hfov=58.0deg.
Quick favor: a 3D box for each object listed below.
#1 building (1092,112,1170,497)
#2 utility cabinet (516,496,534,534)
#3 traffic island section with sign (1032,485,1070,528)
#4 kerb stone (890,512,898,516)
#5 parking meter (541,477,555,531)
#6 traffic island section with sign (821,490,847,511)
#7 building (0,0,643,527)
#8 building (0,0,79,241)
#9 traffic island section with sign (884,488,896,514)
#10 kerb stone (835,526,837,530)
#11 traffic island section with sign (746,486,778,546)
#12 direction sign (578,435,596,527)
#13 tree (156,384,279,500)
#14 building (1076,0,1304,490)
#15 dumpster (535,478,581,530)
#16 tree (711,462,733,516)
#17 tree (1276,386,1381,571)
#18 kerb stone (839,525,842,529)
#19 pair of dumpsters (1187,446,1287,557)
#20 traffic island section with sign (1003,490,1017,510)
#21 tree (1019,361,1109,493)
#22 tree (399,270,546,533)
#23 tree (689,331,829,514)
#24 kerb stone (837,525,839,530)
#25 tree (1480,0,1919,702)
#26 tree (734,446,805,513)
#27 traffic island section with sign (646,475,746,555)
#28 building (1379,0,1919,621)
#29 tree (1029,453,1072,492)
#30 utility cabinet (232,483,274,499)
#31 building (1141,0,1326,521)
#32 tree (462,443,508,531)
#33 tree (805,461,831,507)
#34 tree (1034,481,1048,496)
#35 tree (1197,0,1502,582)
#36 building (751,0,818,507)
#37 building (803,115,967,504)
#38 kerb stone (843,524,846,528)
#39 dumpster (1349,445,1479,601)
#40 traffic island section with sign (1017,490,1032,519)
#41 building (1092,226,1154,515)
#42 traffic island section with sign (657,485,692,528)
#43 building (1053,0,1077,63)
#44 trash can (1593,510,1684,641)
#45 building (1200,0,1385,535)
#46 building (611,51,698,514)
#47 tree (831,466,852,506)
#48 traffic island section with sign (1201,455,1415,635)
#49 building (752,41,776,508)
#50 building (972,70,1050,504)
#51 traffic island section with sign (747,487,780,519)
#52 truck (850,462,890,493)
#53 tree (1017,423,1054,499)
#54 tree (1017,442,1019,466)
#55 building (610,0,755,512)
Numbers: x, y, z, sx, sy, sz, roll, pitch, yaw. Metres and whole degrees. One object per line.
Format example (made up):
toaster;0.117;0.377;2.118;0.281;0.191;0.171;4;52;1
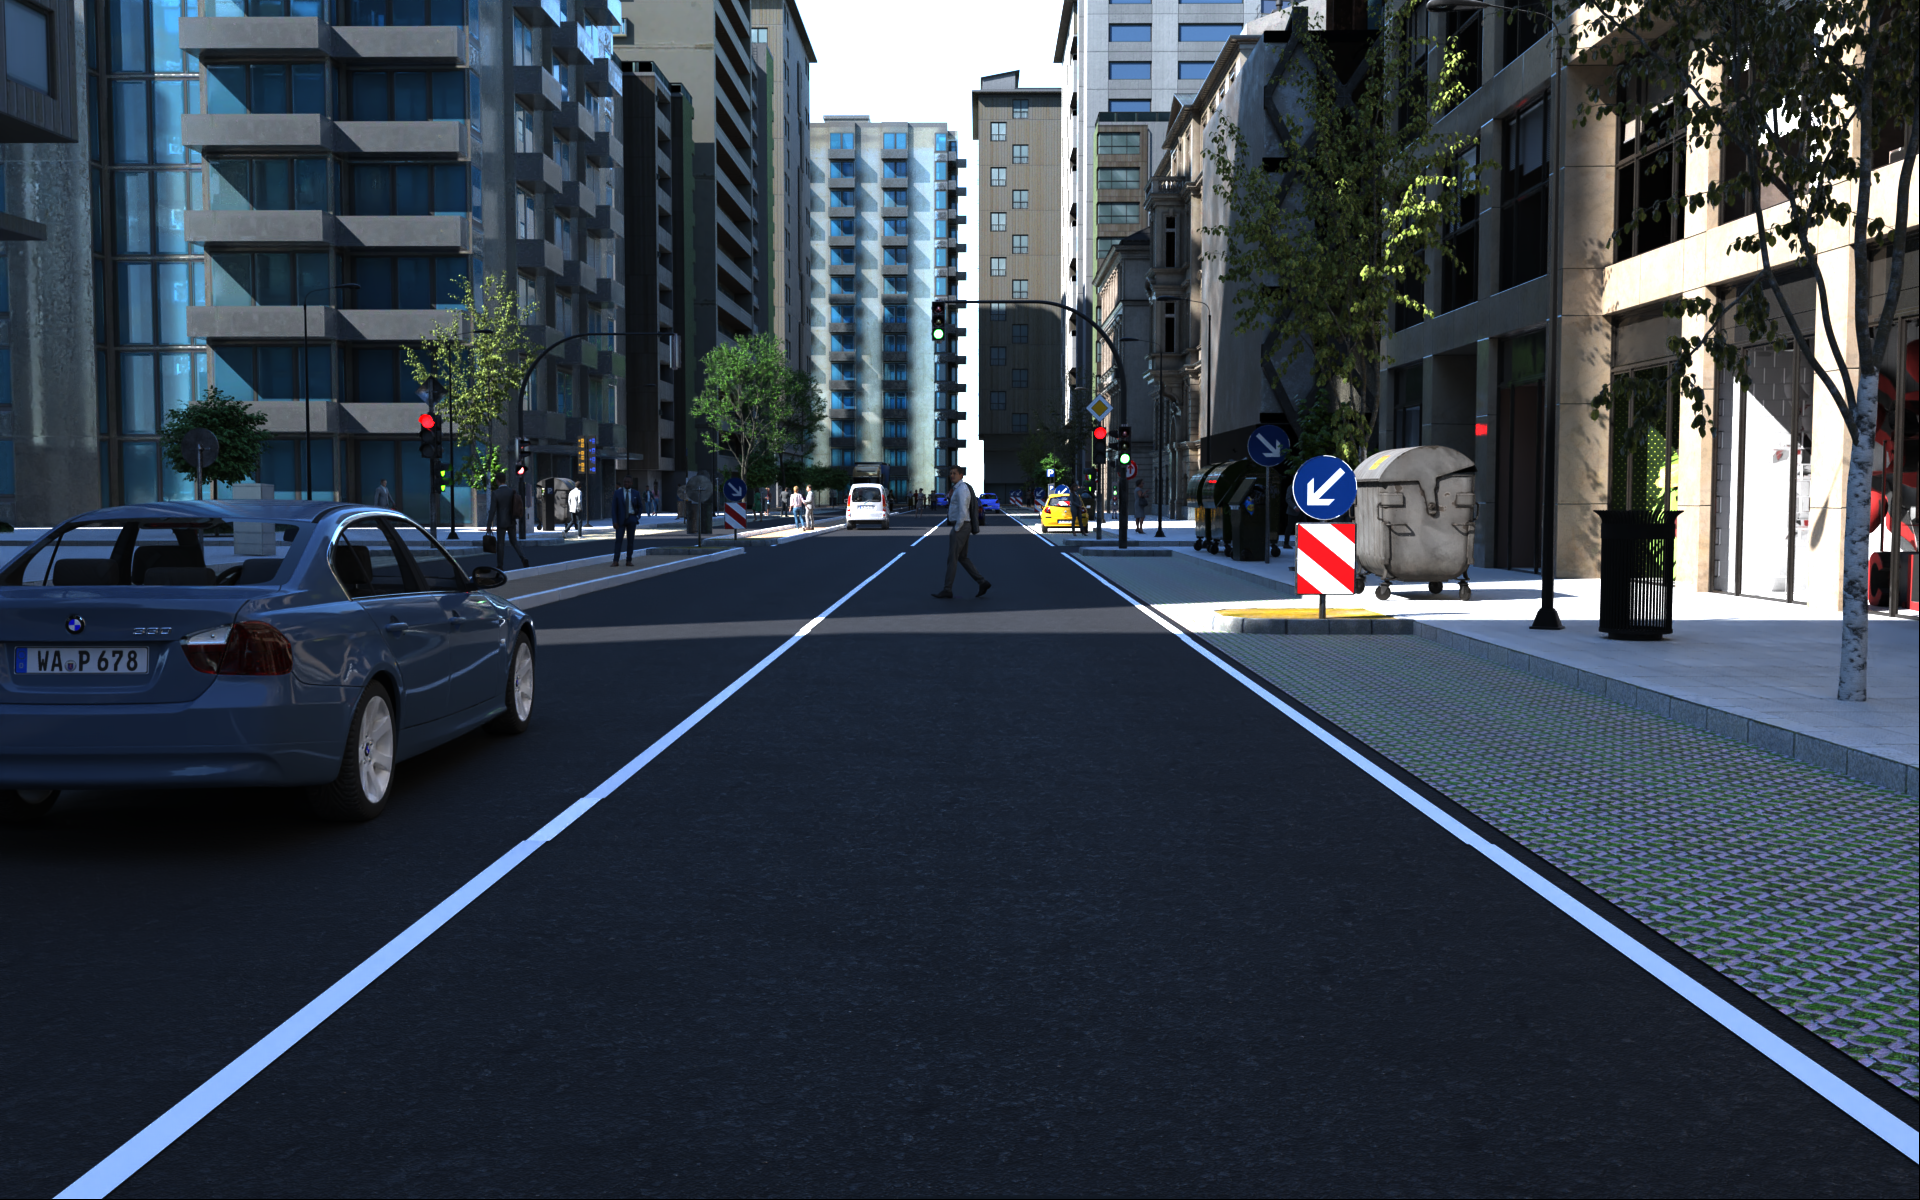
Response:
building;17.162;-22.168;134.149;14.160;30.474;14.107;0;4;1
utility cabinet;-14.293;-2.768;56.424;0.306;1.237;1.020;2;4;23
traffic island section with sign;4.216;-3.983;73.746;1.989;1.847;2.006;0;4;1
kerb stone;-4.459;-5.776;116.639;0.120;0.150;1.000;0;4;1
parking meter;-14.289;-3.324;60.062;0.399;1.863;0.255;-3;5;-41
traffic island section with sign;-11.005;-8.693;150.763;1.989;1.847;2.006;0;4;1
building;-27.956;-28.026;77.840;23.786;49.044;30.456;0;4;1
building;-31.597;-26.472;22.063;27.495;52.752;28.713;0;4;1
traffic island section with sign;-5.429;-7.070;123.738;2.006;1.907;1.989;0;4;1
kerb stone;-4.977;-2.762;67.385;0.120;0.150;1.000;0;4;1
traffic island section with sign;-6.213;-2.475;48.604;2.006;1.907;1.989;0;4;1
direction sign;-14.431;-4.591;67.063;0.876;3.537;0.379;2;4;27
tree;-22.265;-4.175;51.971;4.285;4.588;4.351;0;3;0
building;20.907;-37.454;154.375;21.231;58.520;28.212;0;4;1
dumpster;-14.334;-3.421;61.685;1.264;1.857;1.865;0;4;1
tree;-13.919;-6.660;103.498;1.663;3.219;1.824;0;3;0
tree;5.912;-2.093;28.824;1.663;3.219;1.824;0;3;0
kerb stone;-4.950;-2.890;69.448;0.120;0.150;1.000;0;4;1
pair of dumpsters;5.896;-2.116;37.093;1.574;2.255;4.437;0;4;1
traffic island section with sign;5.031;-8.763;151.902;1.989;1.847;2.006;0;4;1
tree;6.259;-8.882;95.590;4.360;8.622;3.978;0;3;0
tree;-15.634;-6.486;56.401;4.737;8.622;4.395;0;3;0
tree;-13.723;-11.290;110.348;9.928;11.665;9.643;0;3;0
kerb stone;-4.965;-2.828;68.425;0.120;0.150;1.000;0;4;1
tree;5.494;-3.694;10.752;4.360;8.622;3.978;0;3;0
tree;-13.794;-8.213;117.999;4.285;4.588;4.351;0;3;0
traffic island section with sign;-6.301;-2.022;41.197;2.006;1.907;1.989;0;4;1
building;18.576;-13.188;20.148;19.350;26.468;34.151;0;4;1
tree;6.981;-9.198;134.104;4.285;4.588;4.351;0;3;0
utility cabinet;-14.723;-1.680;36.142;1.173;1.500;0.318;3;5;40
building;16.522;-16.367;86.684;14.460;24.649;34.723;0;4;1
tree;-16.262;-4.021;60.337;1.663;3.219;1.824;0;3;0
tree;-13.902;-9.800;143.949;4.285;4.588;4.351;0;3;0
tree;7.375;-9.376;147.906;1.663;3.219;1.824;0;3;0
tree;5.607;-4.566;25.015;4.737;8.622;4.395;0;3;0
building;-29.909;-36.249;181.904;27.495;52.752;28.713;0;4;1
building;-14.336;-36.819;221.605;30.456;49.044;23.786;0;4;1
kerb stone;-4.926;-3.015;71.492;0.120;0.150;1.000;0;4;1
dumpster;5.611;-0.961;21.473;1.264;1.857;1.865;0;4;1
traffic island section with sign;4.493;-5.631;100.700;1.989;1.847;2.006;0;4;1
building;14.556;-15.261;114.141;10.561;19.102;19.286;0;4;1
traffic island section with sign;-11.803;-4.004;74.101;1.989;1.847;2.006;0;4;1
building;24.666;-36.274;182.314;28.713;52.752;27.495;0;4;1
trash can;5.988;-0.225;15.325;0.748;1.137;0.748;0;3;0
building;17.634;-11.694;58.641;16.811;18.784;16.820;0;4;1
building;-25.869;-21.079;116.343;14.160;30.474;14.107;0;4;1
tree;-13.839;-11.360;169.453;4.285;4.588;4.351;0;3;0
traffic island section with sign;3.633;-0.603;18.485;1.989;1.847;2.006;0;4;1
building;-24.135;-28.689;152.665;14.154;41.232;14.086;0;4;1
building;15.317;-38.830;224.116;27.495;52.752;28.713;0;4;1
traffic island section with sign;-11.533;-5.653;101.055;1.989;1.847;2.006;0;4;1
truck;-7.888;-10.076;153.648;2.839;4.237;11.283;0;4;2
tree;7.494;-13.555;171.989;4.737;8.622;4.395;0;3;0
tree;8.298;-15.346;201.268;4.360;8.622;3.978;0;3;0
building;-28.107;-31.252;134.673;21.300;48.544;21.600;0;4;1
